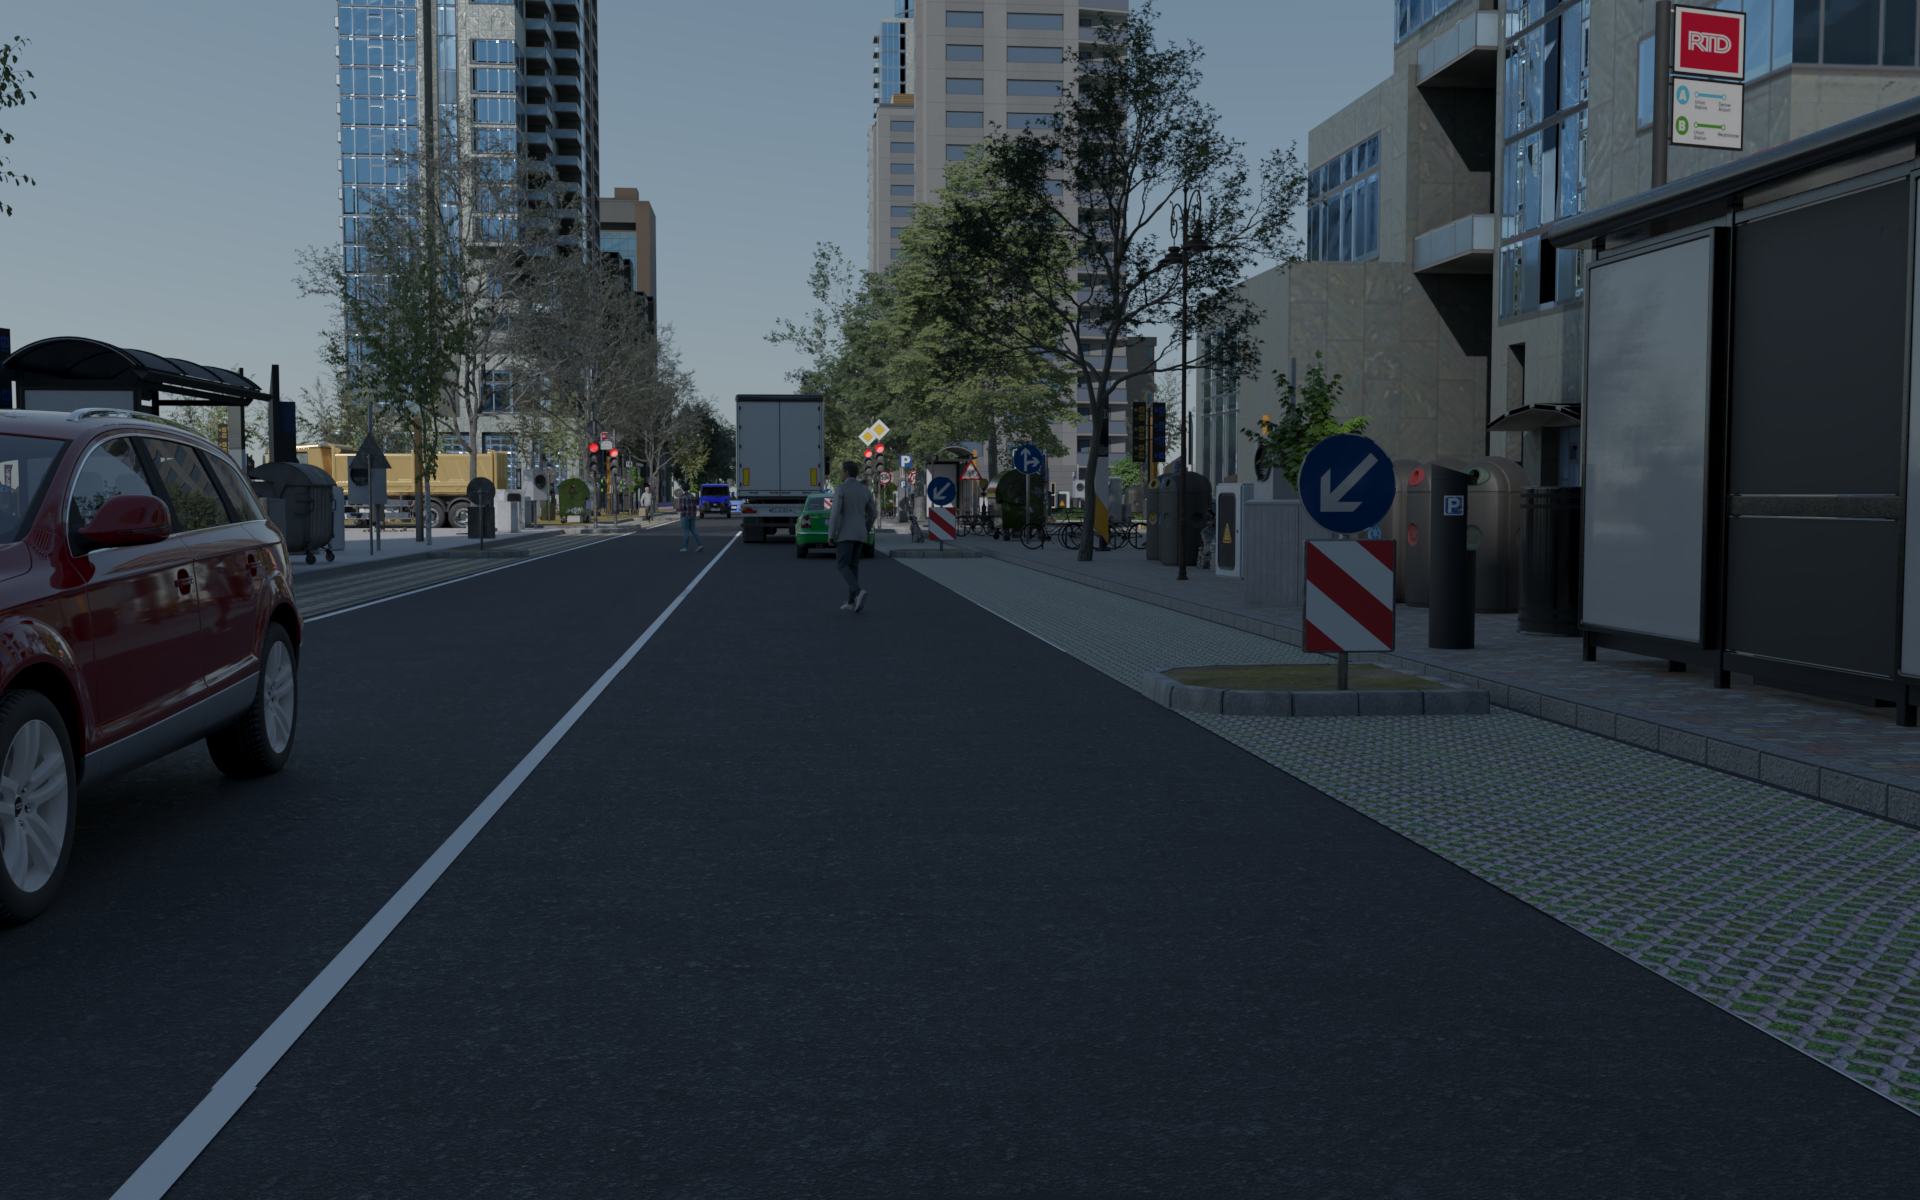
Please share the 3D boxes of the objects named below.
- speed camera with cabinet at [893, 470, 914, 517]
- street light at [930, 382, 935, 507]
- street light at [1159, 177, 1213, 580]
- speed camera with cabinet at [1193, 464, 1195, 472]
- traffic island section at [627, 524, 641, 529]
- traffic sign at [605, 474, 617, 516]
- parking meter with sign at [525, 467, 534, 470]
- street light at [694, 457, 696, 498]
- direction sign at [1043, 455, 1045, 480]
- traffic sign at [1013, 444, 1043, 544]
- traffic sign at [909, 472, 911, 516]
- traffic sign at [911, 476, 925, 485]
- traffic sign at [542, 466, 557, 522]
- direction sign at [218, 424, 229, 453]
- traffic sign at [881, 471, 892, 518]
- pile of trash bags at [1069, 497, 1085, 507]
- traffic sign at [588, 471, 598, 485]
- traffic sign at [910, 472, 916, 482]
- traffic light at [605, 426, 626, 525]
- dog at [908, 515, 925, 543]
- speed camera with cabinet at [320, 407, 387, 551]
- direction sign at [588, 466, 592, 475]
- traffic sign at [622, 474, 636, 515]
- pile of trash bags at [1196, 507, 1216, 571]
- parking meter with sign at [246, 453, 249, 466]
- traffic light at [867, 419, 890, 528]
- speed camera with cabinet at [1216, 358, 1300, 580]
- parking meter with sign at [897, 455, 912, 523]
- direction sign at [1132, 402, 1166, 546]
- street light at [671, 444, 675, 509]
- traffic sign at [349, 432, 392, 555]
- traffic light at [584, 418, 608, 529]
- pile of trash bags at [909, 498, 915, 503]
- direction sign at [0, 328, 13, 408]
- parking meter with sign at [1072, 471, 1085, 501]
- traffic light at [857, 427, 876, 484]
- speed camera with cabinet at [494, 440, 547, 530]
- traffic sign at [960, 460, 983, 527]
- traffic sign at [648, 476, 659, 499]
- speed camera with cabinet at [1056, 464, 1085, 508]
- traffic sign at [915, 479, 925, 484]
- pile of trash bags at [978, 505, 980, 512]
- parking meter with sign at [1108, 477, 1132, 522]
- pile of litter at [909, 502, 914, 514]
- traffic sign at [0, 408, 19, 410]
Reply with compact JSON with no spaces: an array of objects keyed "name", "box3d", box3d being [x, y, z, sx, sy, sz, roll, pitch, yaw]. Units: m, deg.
[{"name":"speed camera with cabinet","box3d":[-3.284,-6.324,97.740,0.660,3.252,2.038,-1,4,-14]},{"name":"street light","box3d":[-1.025,-5.632,64.868,0.468,5.910,1.993,0,4,-6]},{"name":"street light","box3d":[3.326,-3.237,25.710,0.468,5.910,1.993,0,4,-6]},{"name":"speed camera with cabinet","box3d":[16.052,-7.362,114.701,0.660,3.252,2.038,-2,4,-30]},{"name":"traffic island section","box3d":[-14.338,-3.039,71.966,2.009,0.180,2.903,0,4,-6]},{"name":"traffic sign","box3d":[-20.091,-6.102,99.866,0.768,2.556,0.104,0,4,2]},{"name":"parking meter with sign","box3d":[-27.492,-7.070,111.848,0.543,3.016,1.738,0,4,5]},{"name":"street light","box3d":[-28.827,-13.205,188.684,0.468,5.910,1.993,0,4,-6]},{"name":"direction sign","box3d":[4.496,-6.553,99.144,0.876,3.537,0.379,-2,4,-28]},{"name":"traffic sign","box3d":[1.749,-2.718,44.550,0.768,2.556,0.104,0,4,3]},{"name":"traffic sign","box3d":[-2.912,-6.215,101.617,0.884,2.594,0.081,0,4,-2]},{"name":"traffic sign","box3d":[-2.439,-6.096,99.669,0.884,2.594,0.081,0,4,-1]},{"name":"traffic sign","box3d":[-18.852,-4.852,79.437,0.768,2.556,0.104,0,4,2]},{"name":"direction sign","box3d":[-23.509,-3.907,55.876,0.876,3.537,0.379,1,4,12]},{"name":"traffic sign","box3d":[-4.012,-5.646,92.414,0.768,2.556,0.104,0,4,2]},{"name":"pile of trash bags","box3d":[8.681,-6.818,121.228,1.912,1.369,3.447,-1,4,-19]},{"name":"traffic sign","box3d":[-20.005,-5.798,94.909,0.768,2.556,0.104,0,4,0]},{"name":"traffic sign","box3d":[-2.530,-6.132,100.357,0.768,2.556,0.104,0,4,-1]},{"name":"traffic light","box3d":[-14.297,-5.071,71.835,0.839,4.253,0.868,0,4,-6]},{"name":"dog","box3d":[-1.286,-2.056,50.444,0.513,0.831,0.800,0,4,3]},{"name":"speed camera with cabinet","box3d":[-14.055,-2.744,39.206,2.038,3.252,0.660,1,4,11]},{"name":"direction sign","box3d":[-29.539,-8.945,138.245,0.876,3.537,0.379,1,4,9]},{"name":"traffic sign","box3d":[-20.261,-6.492,106.148,0.884,2.594,0.081,0,4,-5]},{"name":"pile of trash bags","box3d":[5.737,-1.199,29.361,3.447,1.369,1.912,1,4,9]},{"name":"parking meter with sign","box3d":[-31.121,-4.724,73.491,0.543,3.016,1.738,3,4,37]},{"name":"traffic light","box3d":[-3.048,-4.654,65.018,0.839,4.253,0.868,0,4,-6]},{"name":"speed camera with cabinet","box3d":[4.478,-1.929,25.871,0.660,3.252,2.038,-1,4,-15]},{"name":"parking meter with sign","box3d":[-2.569,-5.028,78.475,0.543,3.016,1.738,-1,4,-9]},{"name":"direction sign","box3d":[4.655,-3.101,42.698,0.876,3.537,0.379,-1,4,-17]},{"name":"street light","box3d":[-24.641,-10.775,148.950,0.468,5.910,1.993,0,4,-6]},{"name":"traffic sign","box3d":[-12.341,-2.218,36.260,0.884,2.594,0.081,0,4,-3]},{"name":"traffic light","box3d":[-13.449,-4.586,63.895,0.839,4.253,0.868,0,4,-6]},{"name":"pile of trash bags","box3d":[-4.575,-7.848,138.062,3.447,1.369,1.912,0,4,-3]},{"name":"direction sign","box3d":[-13.105,-1.919,23.372,0.379,3.537,0.876,1,4,13]},{"name":"parking meter with sign","box3d":[9.560,-8.392,133.462,1.738,3.016,0.543,-1,4,-15]},{"name":"traffic light","box3d":[-3.896,-5.140,72.958,0.839,4.253,0.868,0,4,-6]},{"name":"speed camera with cabinet","box3d":[-15.908,-4.182,62.719,0.660,3.252,2.038,2,4,34]},{"name":"traffic sign","box3d":[0.424,-4.011,65.579,0.884,2.594,0.081,0,4,3]},{"name":"traffic sign","box3d":[-21.640,-7.479,122.394,0.768,2.556,0.104,0,4,2]},{"name":"speed camera with cabinet","box3d":[7.157,-7.307,113.809,2.038,3.252,0.660,-1,4,-15]},{"name":"traffic sign","box3d":[-2.160,-5.951,97.397,0.768,2.556,0.104,0,4,-1]},{"name":"pile of trash bags","box3d":[2.841,-7.238,128.096,1.912,1.369,3.447,2,4,31]},{"name":"parking meter with sign","box3d":[6.726,-4.844,75.462,1.738,3.016,0.543,-3,4,-37]},{"name":"pile of litter","box3d":[-2.958,-5.969,111.550,1.176,0.858,1.719,0,4,1]},{"name":"traffic sign","box3d":[-11.498,-1.133,20.648,0.606,2.300,0.079,0,4,-6]}]
